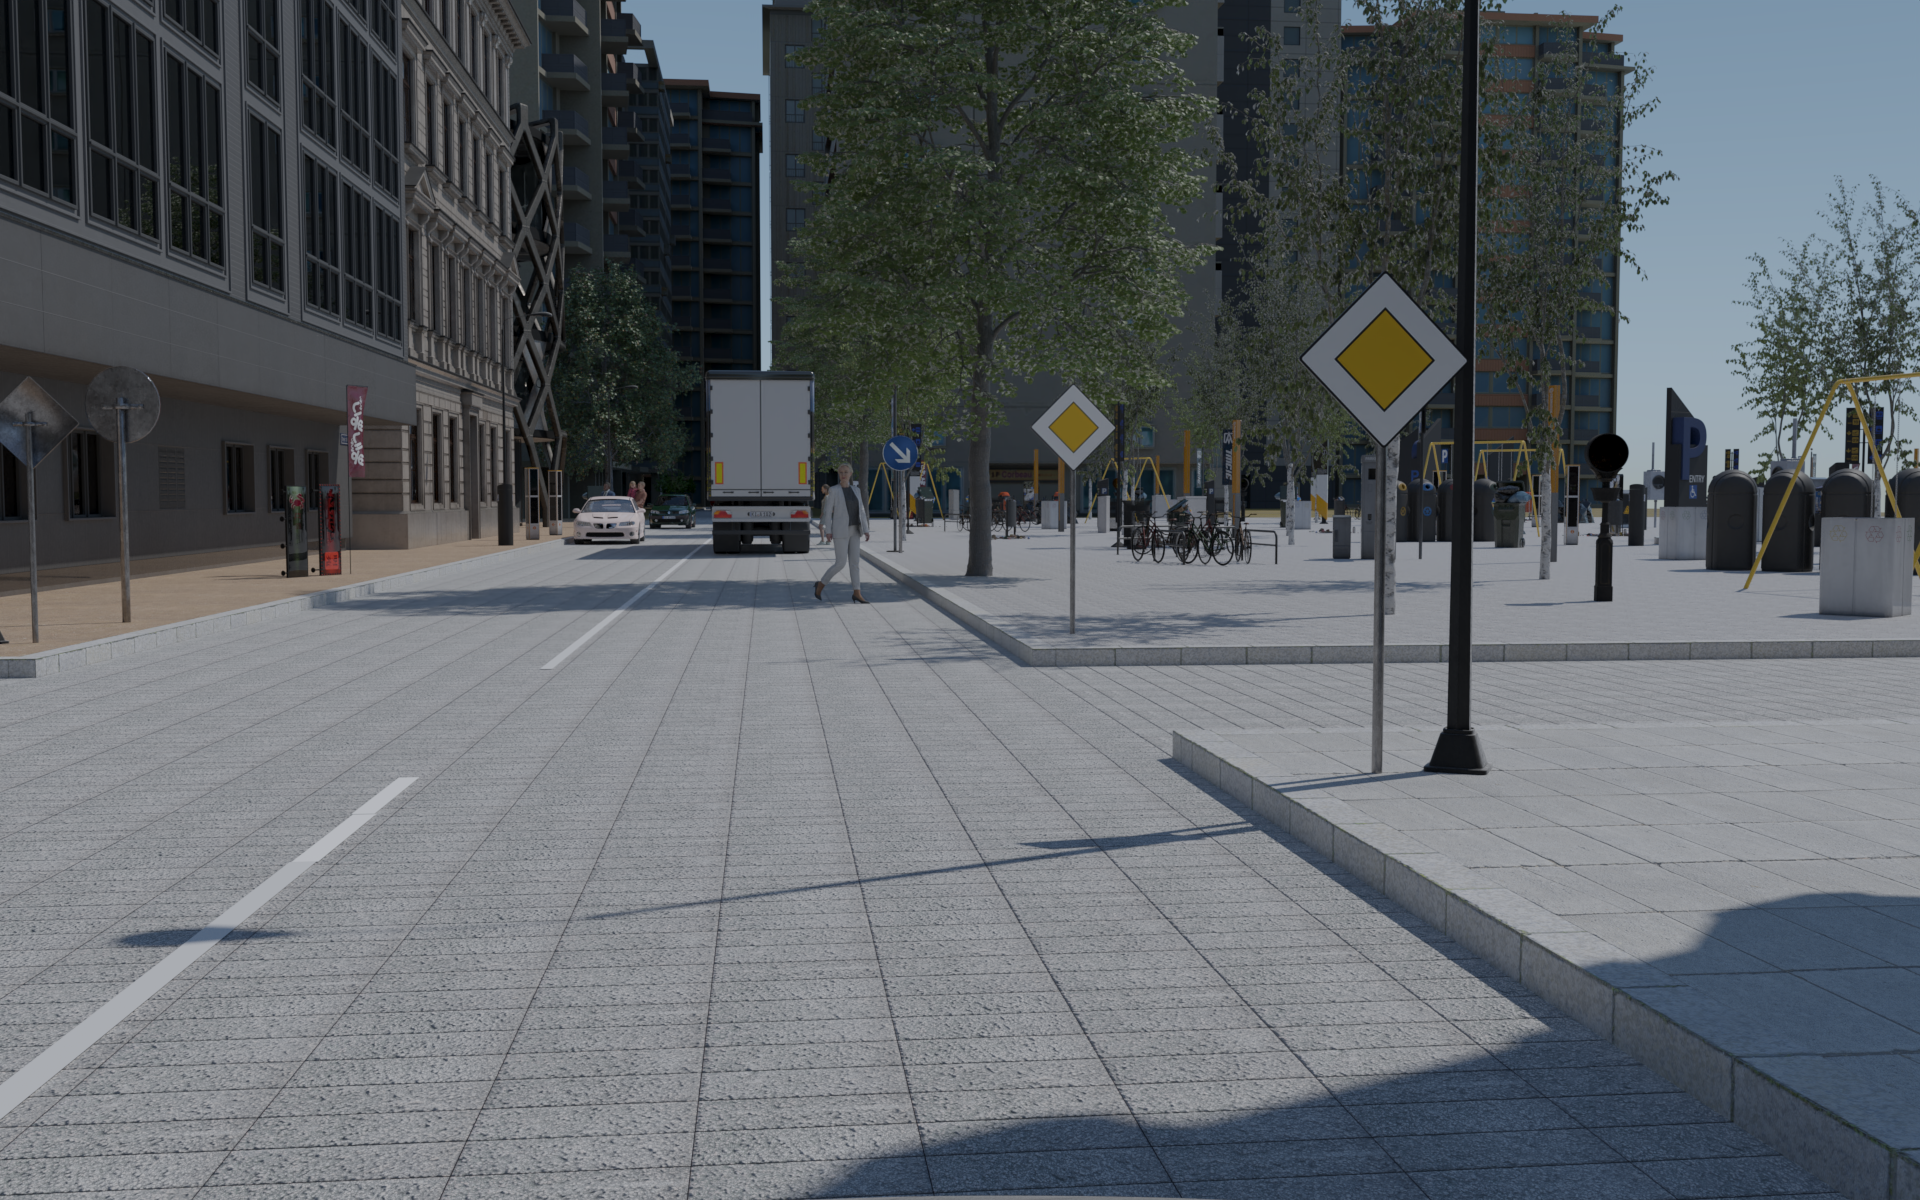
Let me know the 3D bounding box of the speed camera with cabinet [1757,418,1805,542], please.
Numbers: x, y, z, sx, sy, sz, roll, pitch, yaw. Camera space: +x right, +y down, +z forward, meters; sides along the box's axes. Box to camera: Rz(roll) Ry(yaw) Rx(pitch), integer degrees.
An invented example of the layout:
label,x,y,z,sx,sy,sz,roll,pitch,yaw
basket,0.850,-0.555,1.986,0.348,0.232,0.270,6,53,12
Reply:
label,x,y,z,sx,sy,sz,roll,pitch,yaw
speed camera with cabinet,21.452,-3.152,45.871,0.660,3.252,2.038,-1,4,-11

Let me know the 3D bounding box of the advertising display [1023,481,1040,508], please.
label,x,y,z,sx,sy,sz,roll,pitch,yaw
advertising display,3.530,-4.925,85.734,0.974,1.923,0.123,3,5,42

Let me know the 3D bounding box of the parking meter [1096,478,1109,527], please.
label,x,y,z,sx,sy,sz,roll,pitch,yaw
parking meter,5.319,-3.604,64.639,0.399,1.863,0.255,-1,4,-18

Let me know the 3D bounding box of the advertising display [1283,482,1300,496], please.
label,x,y,z,sx,sy,sz,roll,pitch,yaw
advertising display,17.557,-5.299,91.849,0.123,1.923,0.974,-3,5,-45

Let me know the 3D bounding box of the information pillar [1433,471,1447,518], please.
label,x,y,z,sx,sy,sz,roll,pitch,yaw
information pillar,14.971,-3.034,54.103,0.304,2.012,0.304,-2,4,-25

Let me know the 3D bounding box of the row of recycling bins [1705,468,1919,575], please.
label,x,y,z,sx,sy,sz,roll,pitch,yaw
row of recycling bins,14.140,-1.306,28.471,3.534,1.692,1.069,3,4,36

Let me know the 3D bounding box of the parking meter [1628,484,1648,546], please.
label,x,y,z,sx,sy,sz,roll,pitch,yaw
parking meter,16.726,-2.104,42.810,0.372,1.533,0.369,0,3,0

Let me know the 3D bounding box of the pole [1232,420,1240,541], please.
label,x,y,z,sx,sy,sz,roll,pitch,yaw
pole,7.617,-3.299,47.790,0.158,3.312,0.155,0,3,0

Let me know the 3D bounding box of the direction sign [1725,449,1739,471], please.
label,x,y,z,sx,sy,sz,roll,pitch,yaw
direction sign,38.614,-5.793,86.710,0.379,3.537,0.876,-1,4,-22

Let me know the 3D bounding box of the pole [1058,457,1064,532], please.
label,x,y,z,sx,sy,sz,roll,pitch,yaw
pole,3.426,-3.958,58.561,0.158,3.312,0.155,0,3,0

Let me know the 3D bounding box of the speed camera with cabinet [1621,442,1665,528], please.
label,x,y,z,sx,sy,sz,roll,pitch,yaw
speed camera with cabinet,25.790,-4.374,65.857,2.038,3.252,0.660,-1,4,-8

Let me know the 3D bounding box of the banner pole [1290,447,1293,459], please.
label,x,y,z,sx,sy,sz,roll,pitch,yaw
banner pole,16.010,-5.728,83.663,0.401,3.779,0.863,0,4,0

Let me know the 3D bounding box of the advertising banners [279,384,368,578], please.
label,x,y,z,sx,sy,sz,roll,pitch,yaw
advertising banners,-9.944,-1.897,27.211,0.090,3.025,2.074,1,4,19

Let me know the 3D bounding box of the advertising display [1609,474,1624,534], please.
label,x,y,z,sx,sy,sz,roll,pitch,yaw
advertising display,21.031,-3.078,55.532,0.123,1.923,0.974,0,4,2

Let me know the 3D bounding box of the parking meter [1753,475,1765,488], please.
label,x,y,z,sx,sy,sz,roll,pitch,yaw
parking meter,24.494,-2.909,53.268,0.399,1.863,0.255,0,4,7

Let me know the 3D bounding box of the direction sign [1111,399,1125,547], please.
label,x,y,z,sx,sy,sz,roll,pitch,yaw
direction sign,3.833,-3.042,41.732,0.379,3.537,0.876,-1,4,-9

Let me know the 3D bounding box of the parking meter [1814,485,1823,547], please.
label,x,y,z,sx,sy,sz,roll,pitch,yaw
parking meter,20.937,-2.056,42.031,0.372,1.533,0.369,0,3,0

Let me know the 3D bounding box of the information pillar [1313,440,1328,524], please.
label,x,y,z,sx,sy,sz,roll,pitch,yaw
information pillar,15.547,-5.071,74.260,0.504,3.616,0.183,2,4,27

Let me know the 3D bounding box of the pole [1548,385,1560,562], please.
label,x,y,z,sx,sy,sz,roll,pitch,yaw
pole,11.155,-2.371,32.605,0.158,3.312,0.155,0,3,0

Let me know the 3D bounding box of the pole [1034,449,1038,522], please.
label,x,y,z,sx,sy,sz,roll,pitch,yaw
pole,3.469,-5.215,79.102,0.158,3.312,0.155,0,3,0

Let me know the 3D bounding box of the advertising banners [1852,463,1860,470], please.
label,x,y,z,sx,sy,sz,roll,pitch,yaw
advertising banners,49.324,-6.153,96.794,2.074,3.025,0.090,0,4,-7

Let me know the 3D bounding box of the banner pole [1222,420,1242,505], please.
label,x,y,z,sx,sy,sz,roll,pitch,yaw
banner pole,9.271,-4.205,58.774,0.863,3.779,0.401,2,4,28

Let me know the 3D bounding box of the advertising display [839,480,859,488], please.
label,x,y,z,sx,sy,sz,roll,pitch,yaw
advertising display,-5.128,-4.603,80.467,0.974,1.923,0.123,1,4,13

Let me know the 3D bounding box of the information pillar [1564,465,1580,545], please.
label,x,y,z,sx,sy,sz,roll,pitch,yaw
information pillar,15.402,-2.393,43.610,0.304,2.012,0.304,0,4,7

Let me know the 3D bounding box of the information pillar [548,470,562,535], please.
label,x,y,z,sx,sy,sz,roll,pitch,yaw
information pillar,-12.574,-3.017,53.819,0.304,2.012,0.304,1,4,18

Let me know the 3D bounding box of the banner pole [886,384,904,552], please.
label,x,y,z,sx,sy,sz,roll,pitch,yaw
banner pole,-1.472,-2.963,38.455,0.401,3.779,0.863,-1,4,-9

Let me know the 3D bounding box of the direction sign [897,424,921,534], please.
label,x,y,z,sx,sy,sz,roll,pitch,yaw
direction sign,-1.673,-3.898,55.729,0.876,3.537,0.379,-1,4,-16

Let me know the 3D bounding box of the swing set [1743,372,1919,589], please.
label,x,y,z,sx,sy,sz,roll,pitch,yaw
swing set,12.282,-1.517,22.423,2.862,2.851,3.119,-1,4,-11

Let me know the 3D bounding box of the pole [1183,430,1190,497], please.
label,x,y,z,sx,sy,sz,roll,pitch,yaw
pole,7.279,-3.778,55.618,0.158,3.312,0.155,0,3,0

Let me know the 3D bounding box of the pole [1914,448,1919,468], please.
label,x,y,z,sx,sy,sz,roll,pitch,yaw
pole,42.648,-5.104,77.301,0.158,3.312,0.155,0,3,0

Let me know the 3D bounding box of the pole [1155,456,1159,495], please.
label,x,y,z,sx,sy,sz,roll,pitch,yaw
pole,10.488,-6.006,92.042,0.158,3.312,0.155,0,3,0

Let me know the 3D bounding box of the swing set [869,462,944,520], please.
label,x,y,z,sx,sy,sz,roll,pitch,yaw
swing set,-2.683,-5.357,85.201,3.119,2.851,2.862,3,4,38

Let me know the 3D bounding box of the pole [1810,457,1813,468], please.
label,x,y,z,sx,sy,sz,roll,pitch,yaw
pole,47.136,-6.239,95.849,0.158,3.312,0.155,0,3,0

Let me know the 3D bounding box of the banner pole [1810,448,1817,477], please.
label,x,y,z,sx,sy,sz,roll,pitch,yaw
banner pole,46.462,-6.383,94.385,0.863,3.779,0.401,-3,5,-40

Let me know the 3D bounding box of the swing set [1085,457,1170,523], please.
label,x,y,z,sx,sy,sz,roll,pitch,yaw
swing set,7.417,-4.725,74.879,2.862,2.851,3.119,-2,4,-28

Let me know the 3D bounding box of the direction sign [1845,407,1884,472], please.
label,x,y,z,sx,sy,sz,roll,pitch,yaw
direction sign,23.582,-3.256,45.231,0.876,3.537,0.379,2,4,27

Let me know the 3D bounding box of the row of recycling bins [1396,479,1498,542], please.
label,x,y,z,sx,sy,sz,roll,pitch,yaw
row of recycling bins,12.814,-2.418,46.649,3.534,1.692,1.069,-1,4,-11

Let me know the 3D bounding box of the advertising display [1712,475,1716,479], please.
label,x,y,z,sx,sy,sz,roll,pitch,yaw
advertising display,26.405,-3.329,59.639,0.974,1.923,0.123,0,4,5

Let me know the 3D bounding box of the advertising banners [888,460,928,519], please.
label,x,y,z,sx,sy,sz,roll,pitch,yaw
advertising banners,-2.627,-5.637,88.359,2.074,3.025,0.090,-1,4,-15

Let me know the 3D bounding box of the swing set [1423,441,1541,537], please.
label,x,y,z,sx,sy,sz,roll,pitch,yaw
swing set,15.287,-3.308,51.710,3.119,2.851,2.862,3,5,39

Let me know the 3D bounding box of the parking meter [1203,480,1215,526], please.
label,x,y,z,sx,sy,sz,roll,pitch,yaw
parking meter,10.073,-3.935,70.050,0.399,1.863,0.255,-2,4,-26

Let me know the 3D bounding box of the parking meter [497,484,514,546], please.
label,x,y,z,sx,sy,sz,roll,pitch,yaw
parking meter,-11.314,-2.122,43.099,0.372,1.533,0.369,0,3,0

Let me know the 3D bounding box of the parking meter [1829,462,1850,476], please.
label,x,y,z,sx,sy,sz,roll,pitch,yaw
parking meter,16.201,-1.606,31.965,0.255,1.863,0.399,0,4,8

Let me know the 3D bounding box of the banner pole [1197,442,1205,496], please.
label,x,y,z,sx,sy,sz,roll,pitch,yaw
banner pole,11.596,-5.715,83.455,0.401,3.779,0.863,3,4,37

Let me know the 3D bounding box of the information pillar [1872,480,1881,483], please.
label,x,y,z,sx,sy,sz,roll,pitch,yaw
information pillar,48.174,-5.299,91.127,0.304,2.012,0.304,-3,4,-36

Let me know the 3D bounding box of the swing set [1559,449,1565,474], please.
label,x,y,z,sx,sy,sz,roll,pitch,yaw
swing set,19.545,-3.864,60.798,3.119,2.851,2.862,3,4,37
